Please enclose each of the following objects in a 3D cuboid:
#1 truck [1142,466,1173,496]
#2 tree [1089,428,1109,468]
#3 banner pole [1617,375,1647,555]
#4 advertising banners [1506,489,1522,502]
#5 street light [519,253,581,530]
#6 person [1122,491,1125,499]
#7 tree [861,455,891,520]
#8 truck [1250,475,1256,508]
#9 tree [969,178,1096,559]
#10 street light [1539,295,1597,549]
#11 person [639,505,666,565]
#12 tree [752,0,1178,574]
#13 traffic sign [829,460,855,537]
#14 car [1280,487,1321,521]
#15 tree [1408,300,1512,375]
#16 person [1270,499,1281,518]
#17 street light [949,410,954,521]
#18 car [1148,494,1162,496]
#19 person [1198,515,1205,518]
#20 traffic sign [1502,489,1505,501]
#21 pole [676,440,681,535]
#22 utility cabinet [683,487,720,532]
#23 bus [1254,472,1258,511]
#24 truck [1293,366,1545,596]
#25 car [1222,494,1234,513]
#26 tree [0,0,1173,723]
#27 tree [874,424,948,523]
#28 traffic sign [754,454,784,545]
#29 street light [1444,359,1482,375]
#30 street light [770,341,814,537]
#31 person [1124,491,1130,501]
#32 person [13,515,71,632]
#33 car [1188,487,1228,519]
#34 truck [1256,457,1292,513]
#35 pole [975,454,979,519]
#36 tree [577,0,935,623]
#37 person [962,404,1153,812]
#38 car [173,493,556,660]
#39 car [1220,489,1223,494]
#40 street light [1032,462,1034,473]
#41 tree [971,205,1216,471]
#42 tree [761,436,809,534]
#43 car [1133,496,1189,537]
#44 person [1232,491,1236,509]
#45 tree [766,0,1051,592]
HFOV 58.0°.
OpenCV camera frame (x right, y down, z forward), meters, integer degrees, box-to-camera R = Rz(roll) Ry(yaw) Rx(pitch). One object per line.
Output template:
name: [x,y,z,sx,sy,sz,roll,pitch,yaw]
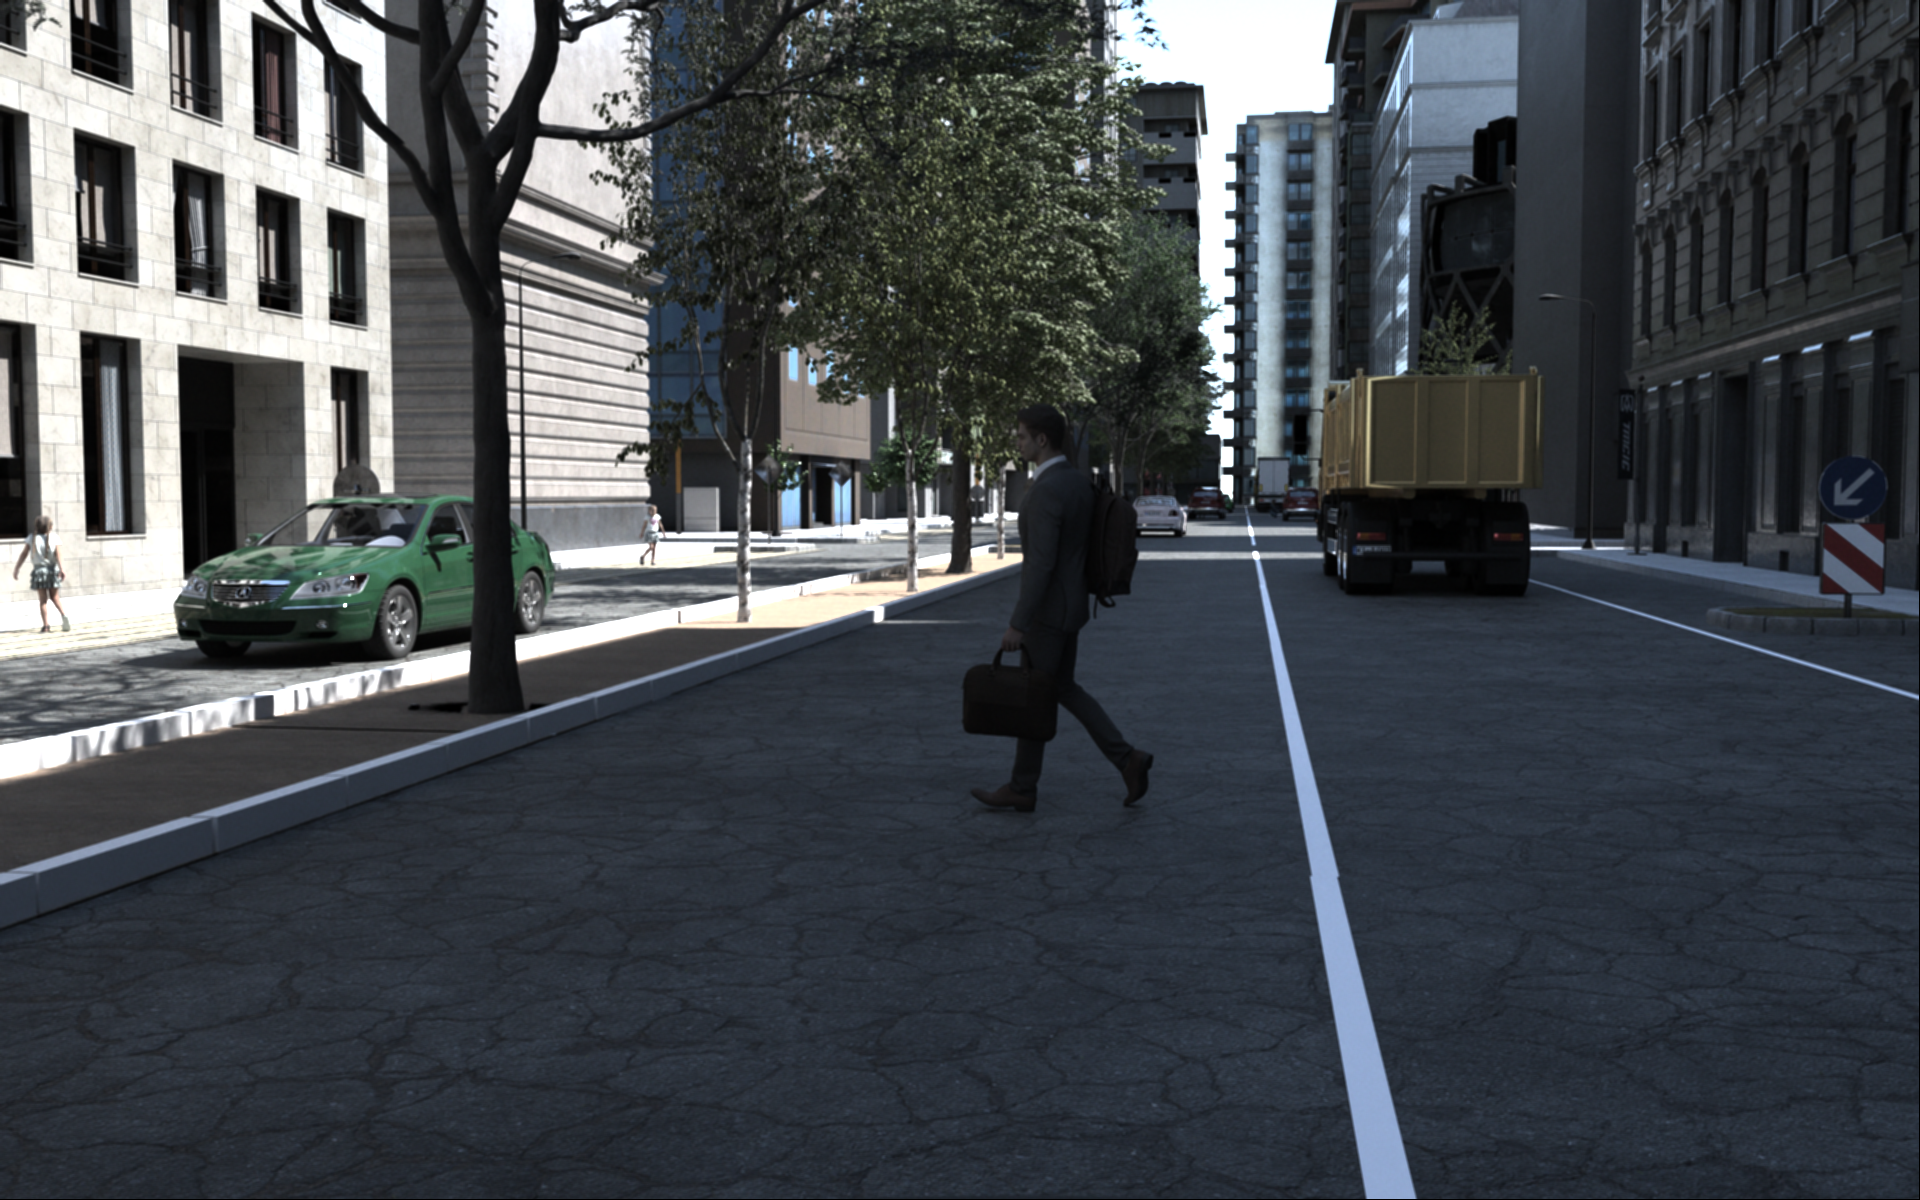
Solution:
truck: [20.077,-11.413,175.516,2.839,4.237,11.283,1,4,9]
tree: [13.729,-13.973,178.819,4.737,8.622,4.395,0,3,0]
banner pole: [14.123,-2.839,36.441,0.863,3.779,0.401,-2,4,-27]
advertising banners: [15.515,-3.185,48.269,0.090,3.025,2.074,0,4,4]
street light: [-7.977,-3.732,33.567,1.470,5.913,1.316,1,4,9]
person: [14.789,-9.004,156.452,0.721,1.736,1.217,0,4,-5]
tree: [-4.211,-5.603,86.202,1.663,3.219,1.824,0,3,0]
truck: [31.134,-10.985,175.530,3.469,3.379,9.791,1,4,9]
tree: [0.912,-5.196,37.776,4.360,8.622,3.978,0,3,0]
street light: [14.181,-4.153,40.435,1.470,5.913,1.316,1,4,9]
person: [-6.171,-1.302,34.799,0.505,1.210,0.382,-3,4,-39]
tree: [-0.021,-6.769,31.250,7.486,12.596,7.792,0,3,0]
traffic sign: [-3.529,-2.931,51.567,0.795,2.450,0.064,1,4,9]
car: [18.410,-5.173,93.257,2.281,1.827,5.304,1,4,10]
tree: [19.360,-7.126,66.879,4.737,8.622,4.395,0,3,0]
person: [19.238,-5.590,105.390,0.738,1.151,1.012,3,4,38]
street light: [0.207,-6.762,83.100,1.470,5.913,1.316,1,4,9]
car: [17.566,-8.933,155.837,2.009,1.686,4.222,1,4,8]
person: [14.710,-5.902,105.205,0.606,1.804,0.583,-2,4,-29]
traffic sign: [12.792,-2.273,40.800,0.795,2.450,0.064,1,4,9]
pole: [-8.924,-3.733,54.881,0.158,3.312,0.155,0,3,0]
utility cabinet: [-8.625,-3.009,57.875,1.173,1.500,0.318,1,4,11]
bus: [27.188,-9.787,151.559,2.896,3.916,12.252,1,4,10]
truck: [7.299,-1.971,28.156,3.469,3.379,9.791,1,4,9]
car: [19.906,-7.546,132.181,1.959,1.807,4.718,1,4,11]
tree: [-3.041,-5.993,10.809,12.009,13.543,11.850,0,3,0]
tree: [-2.230,-5.773,78.109,4.285,4.588,4.351,0,3,0]
traffic sign: [-4.816,-2.449,43.686,0.795,2.450,0.064,1,4,9]
street light: [17.323,-5.325,59.609,1.470,5.913,1.316,1,4,9]
street light: [-4.971,-4.837,51.619,1.470,5.913,1.316,1,4,9]
person: [16.855,-10.129,174.833,0.721,1.735,1.217,-1,4,-18]
person: [-9.440,-0.262,17.800,0.505,1.210,0.382,-2,4,-30]
car: [14.248,-5.573,99.793,2.281,1.827,5.304,1,4,10]
truck: [24.803,-9.049,136.863,2.839,4.237,11.283,1,4,10]
pole: [0.875,-5.722,87.401,0.158,3.312,0.155,0,3,0]
tree: [-2.374,-4.062,19.228,4.360,8.622,3.978,0,3,0]
person: [0.449,0.042,7.770,0.822,1.834,0.622,1,4,10]
car: [-5.496,-0.292,16.577,2.131,1.459,4.920,1,4,10]
car: [20.267,-7.954,138.721,2.281,1.827,5.304,1,4,8]
street light: [5.386,-8.708,114.909,1.470,5.913,1.316,1,4,9]
tree: [3.760,-7.157,53.881,8.767,10.594,7.601,1,4,9]
tree: [-5.920,-3.719,55.412,1.663,3.219,1.824,0,3,0]
car: [6.727,-2.858,59.093,2.083,1.381,4.827,1,4,10]
person: [26.370,-9.601,166.196,0.721,1.743,1.217,1,4,15]
tree: [-0.688,-4.396,24.686,4.737,8.622,4.395,0,3,0]
